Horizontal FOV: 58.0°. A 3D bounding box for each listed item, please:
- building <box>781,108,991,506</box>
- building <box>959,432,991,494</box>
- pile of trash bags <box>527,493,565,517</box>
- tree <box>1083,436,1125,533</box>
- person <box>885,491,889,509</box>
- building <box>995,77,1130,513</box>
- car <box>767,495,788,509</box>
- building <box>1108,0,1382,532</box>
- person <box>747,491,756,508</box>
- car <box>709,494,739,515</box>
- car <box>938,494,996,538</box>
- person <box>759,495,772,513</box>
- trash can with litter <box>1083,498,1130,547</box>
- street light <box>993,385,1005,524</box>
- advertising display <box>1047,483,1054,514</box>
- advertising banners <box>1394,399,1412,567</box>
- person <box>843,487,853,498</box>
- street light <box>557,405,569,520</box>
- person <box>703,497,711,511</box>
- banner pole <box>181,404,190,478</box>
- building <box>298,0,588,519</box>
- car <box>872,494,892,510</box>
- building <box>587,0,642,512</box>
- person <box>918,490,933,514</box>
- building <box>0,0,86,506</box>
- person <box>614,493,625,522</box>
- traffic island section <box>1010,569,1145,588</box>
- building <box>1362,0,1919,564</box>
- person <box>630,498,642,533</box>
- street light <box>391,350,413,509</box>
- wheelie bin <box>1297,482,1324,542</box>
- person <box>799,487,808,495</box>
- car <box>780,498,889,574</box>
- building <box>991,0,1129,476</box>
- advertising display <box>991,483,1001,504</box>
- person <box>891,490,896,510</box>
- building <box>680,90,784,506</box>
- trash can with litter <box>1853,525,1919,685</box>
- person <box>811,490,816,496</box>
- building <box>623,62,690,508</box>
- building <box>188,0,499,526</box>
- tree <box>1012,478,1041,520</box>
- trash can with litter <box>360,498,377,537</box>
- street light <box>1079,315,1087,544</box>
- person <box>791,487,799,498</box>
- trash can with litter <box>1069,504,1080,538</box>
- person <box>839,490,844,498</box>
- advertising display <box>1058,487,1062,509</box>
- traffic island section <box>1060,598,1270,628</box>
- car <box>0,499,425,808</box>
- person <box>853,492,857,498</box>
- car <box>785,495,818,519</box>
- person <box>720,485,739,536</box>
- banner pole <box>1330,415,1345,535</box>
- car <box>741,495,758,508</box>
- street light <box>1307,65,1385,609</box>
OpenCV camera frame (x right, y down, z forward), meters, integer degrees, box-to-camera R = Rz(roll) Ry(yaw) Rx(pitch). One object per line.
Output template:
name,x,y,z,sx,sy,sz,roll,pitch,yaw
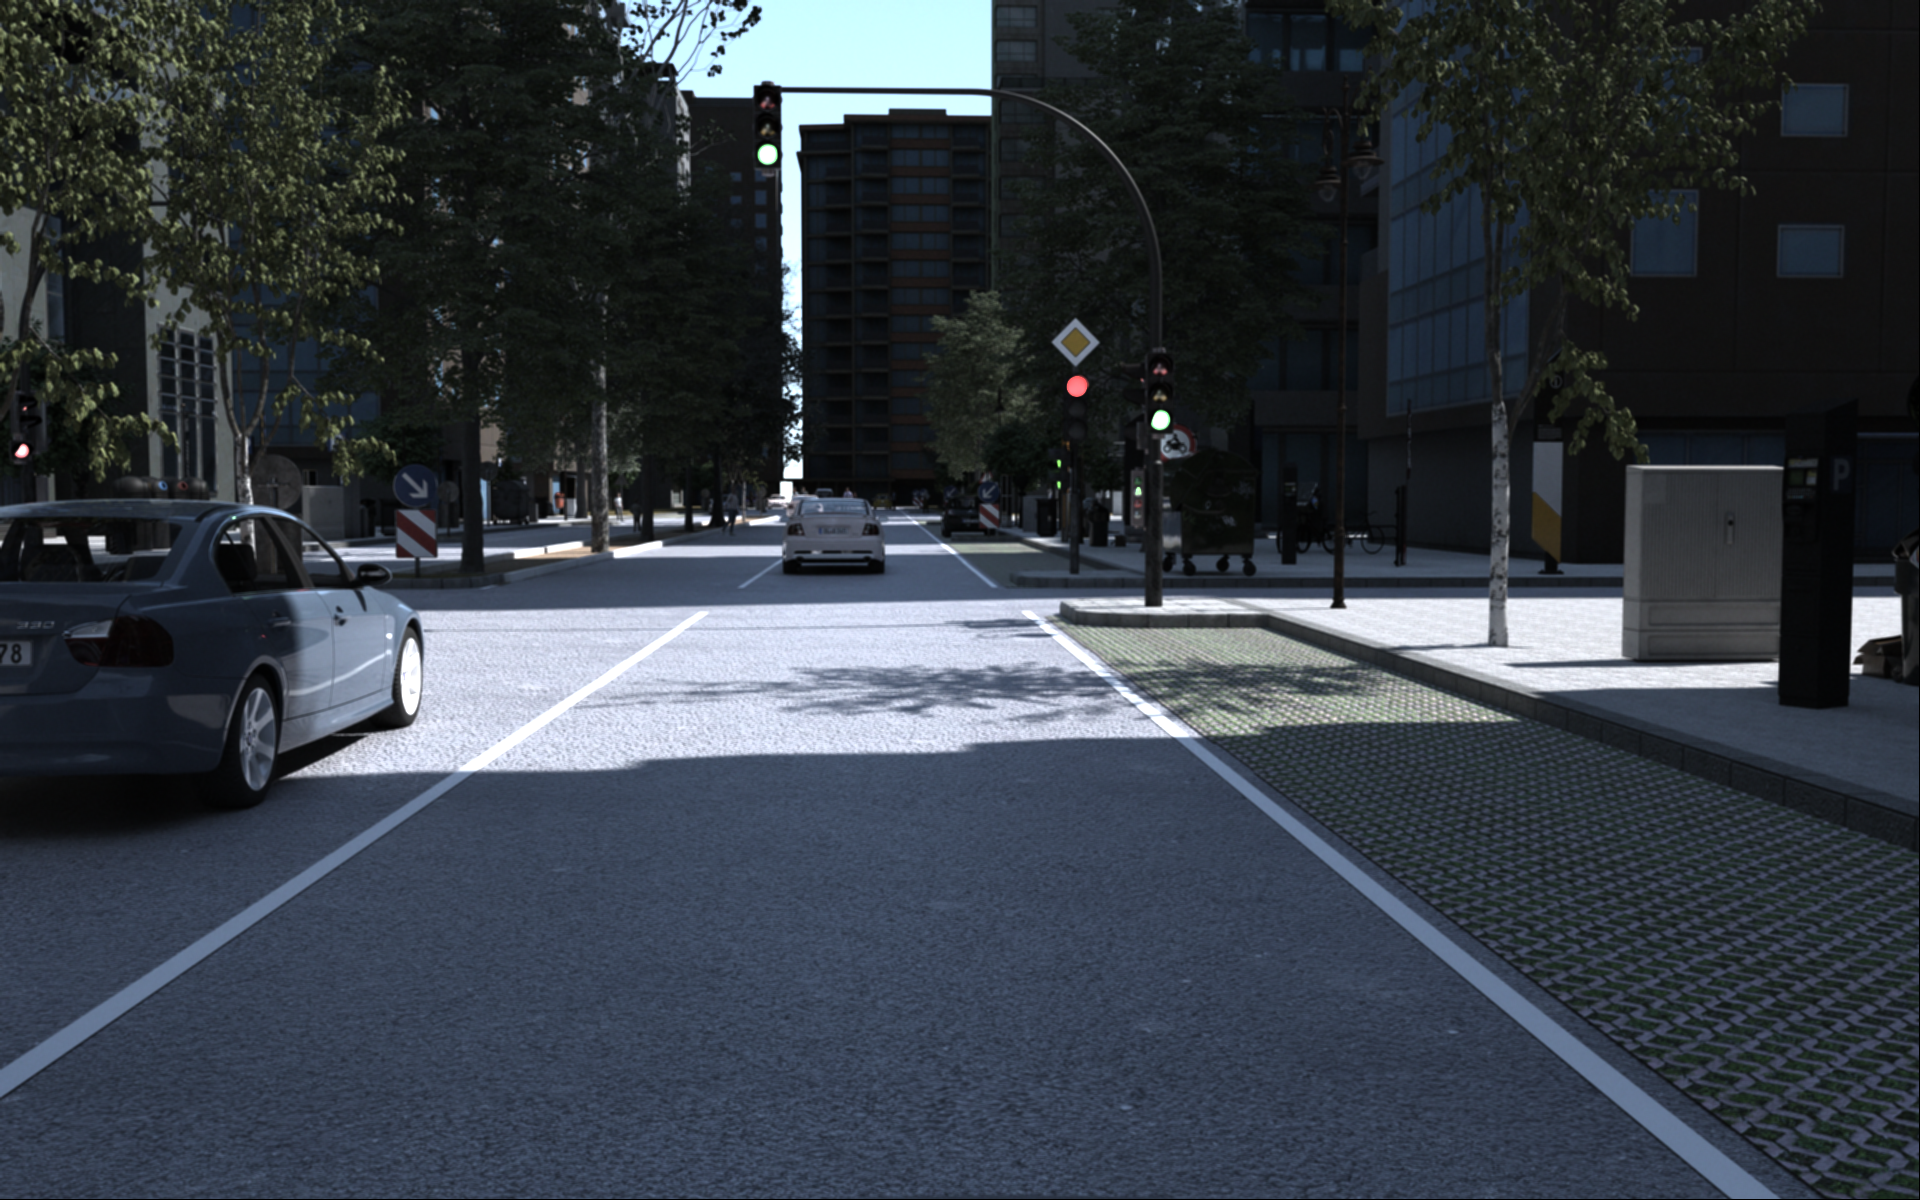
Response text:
building,-5.618,-33.336,199.665,28.867,44.769,22.147,0,4,-3
building,11.767,-51.781,159.297,22.319,86.520,31.000,0,4,-3
pile of trash bags,-24.075,-5.497,99.620,1.912,1.369,3.447,2,4,31
tree,4.756,-3.820,57.065,1.663,3.219,1.824,0,3,0
person,-6.789,-9.373,162.671,0.530,1.710,0.541,0,4,8
building,9.394,-21.544,123.943,14.160,30.474,14.107,0,4,-3
car,-17.802,-9.588,169.125,2.083,1.381,4.827,0,4,-3
building,18.284,-27.574,70.436,23.786,49.044,30.456,0,4,-3
person,-20.742,-9.970,172.220,1.217,1.735,0.721,2,4,29
car,-16.349,-6.616,120.173,2.014,1.417,4.499,0,4,-1
car,0.264,-2.959,58.163,2.009,1.686,4.222,0,4,-2
person,-15.135,-7.667,133.875,0.705,1.822,1.348,3,5,42
trash can with litter,3.627,-1.893,42.341,1.055,1.170,0.624,0,4,1
street light,1.680,-6.178,73.801,0.468,5.910,1.993,0,4,-3
advertising display,5.260,-5.837,100.643,0.123,1.923,0.974,-1,4,-15
advertising banners,8.035,-2.150,31.336,0.090,3.025,2.074,1,4,21
person,-6.901,-5.940,105.481,0.709,1.838,0.599,1,4,21
street light,-19.261,-6.830,84.450,0.468,5.910,1.993,0,4,-3
person,-19.324,-7.526,132.237,0.721,1.739,1.217,1,4,22
banner pole,-21.326,-3.532,47.766,0.401,3.779,0.863,-3,4,-36
building,-31.254,-28.008,108.038,14.600,45.320,14.200,0,4,-3
car,-7.094,-9.127,159.458,2.015,1.641,3.980,0,4,-2
building,-36.920,-31.231,130.242,23.786,49.044,30.456,0,4,-3
person,-2.516,-7.212,127.144,1.217,1.736,0.721,0,4,0
building,-33.610,-44.589,41.702,22.319,86.520,31.000,0,4,-3
person,-17.669,-4.818,89.867,0.523,1.515,0.503,1,4,19
traffic island section,1.857,-0.337,27.791,2.009,0.180,2.903,0,4,-3
building,17.668,-23.672,37.142,14.200,45.320,14.600,0,4,-3
person,-11.530,-2.993,61.700,0.475,1.303,0.640,0,4,1
street light,-17.857,-5.066,55.612,0.468,5.910,1.993,0,4,-3
wheelie bin,9.252,-2.339,46.146,0.693,1.594,0.980,-3,4,-38
person,-8.717,-5.460,97.578,0.655,1.846,0.447,-2,4,-30
car,-2.374,-1.241,32.657,2.083,1.381,4.827,0,4,-4
building,9.371,-27.776,137.734,14.154,41.232,14.086,0,4,-3
advertising display,1.840,-4.505,78.866,0.974,1.923,0.123,2,4,34
person,-5.821,-8.766,151.816,0.705,1.826,1.348,1,4,8
building,-27.380,-33.366,195.643,14.200,45.320,14.600,0,4,-3
trash can with litter,6.508,-0.027,11.828,0.624,1.170,1.055,0,4,-5
person,-12.632,-8.662,150.134,1.348,1.824,0.705,2,4,34
building,-33.266,-29.555,166.820,14.086,41.232,14.154,0,4,-3
building,-28.125,-25.913,73.788,14.600,45.320,14.200,0,4,-3
tree,3.124,-5.555,85.430,1.663,3.219,1.824,0,3,0
trash can with litter,-17.848,-2.466,51.699,0.624,1.170,1.055,-3,5,-42
street light,3.123,-4.384,44.461,0.468,5.910,1.993,0,4,-3
person,-8.684,-5.062,91.363,0.778,1.811,0.616,-1,4,-9
trash can with litter,3.600,-2.385,50.388,0.624,1.170,1.055,3,5,44
person,-10.135,-8.541,148.161,0.705,1.821,1.348,1,4,13
advertising display,4.598,-4.547,79.564,0.123,1.923,0.974,0,4,-1
traffic island section,2.226,0.151,19.815,2.009,0.180,2.903,0,4,-3
car,-4.155,0.175,9.143,2.014,1.417,4.499,0,4,-3
person,-10.887,-10.348,179.163,0.415,1.643,0.593,1,4,13
car,-7.907,-4.652,88.418,2.083,1.381,4.827,0,4,-4
person,-7.982,-3.087,59.640,0.598,1.740,0.731,1,4,12
banner pole,11.800,-3.898,53.753,0.401,3.779,0.863,0,4,-6
car,-21.189,-9.967,175.534,1.945,1.354,3.894,0,4,-3
street light,4.256,-2.845,19.299,0.468,5.910,1.993,0,4,-3
